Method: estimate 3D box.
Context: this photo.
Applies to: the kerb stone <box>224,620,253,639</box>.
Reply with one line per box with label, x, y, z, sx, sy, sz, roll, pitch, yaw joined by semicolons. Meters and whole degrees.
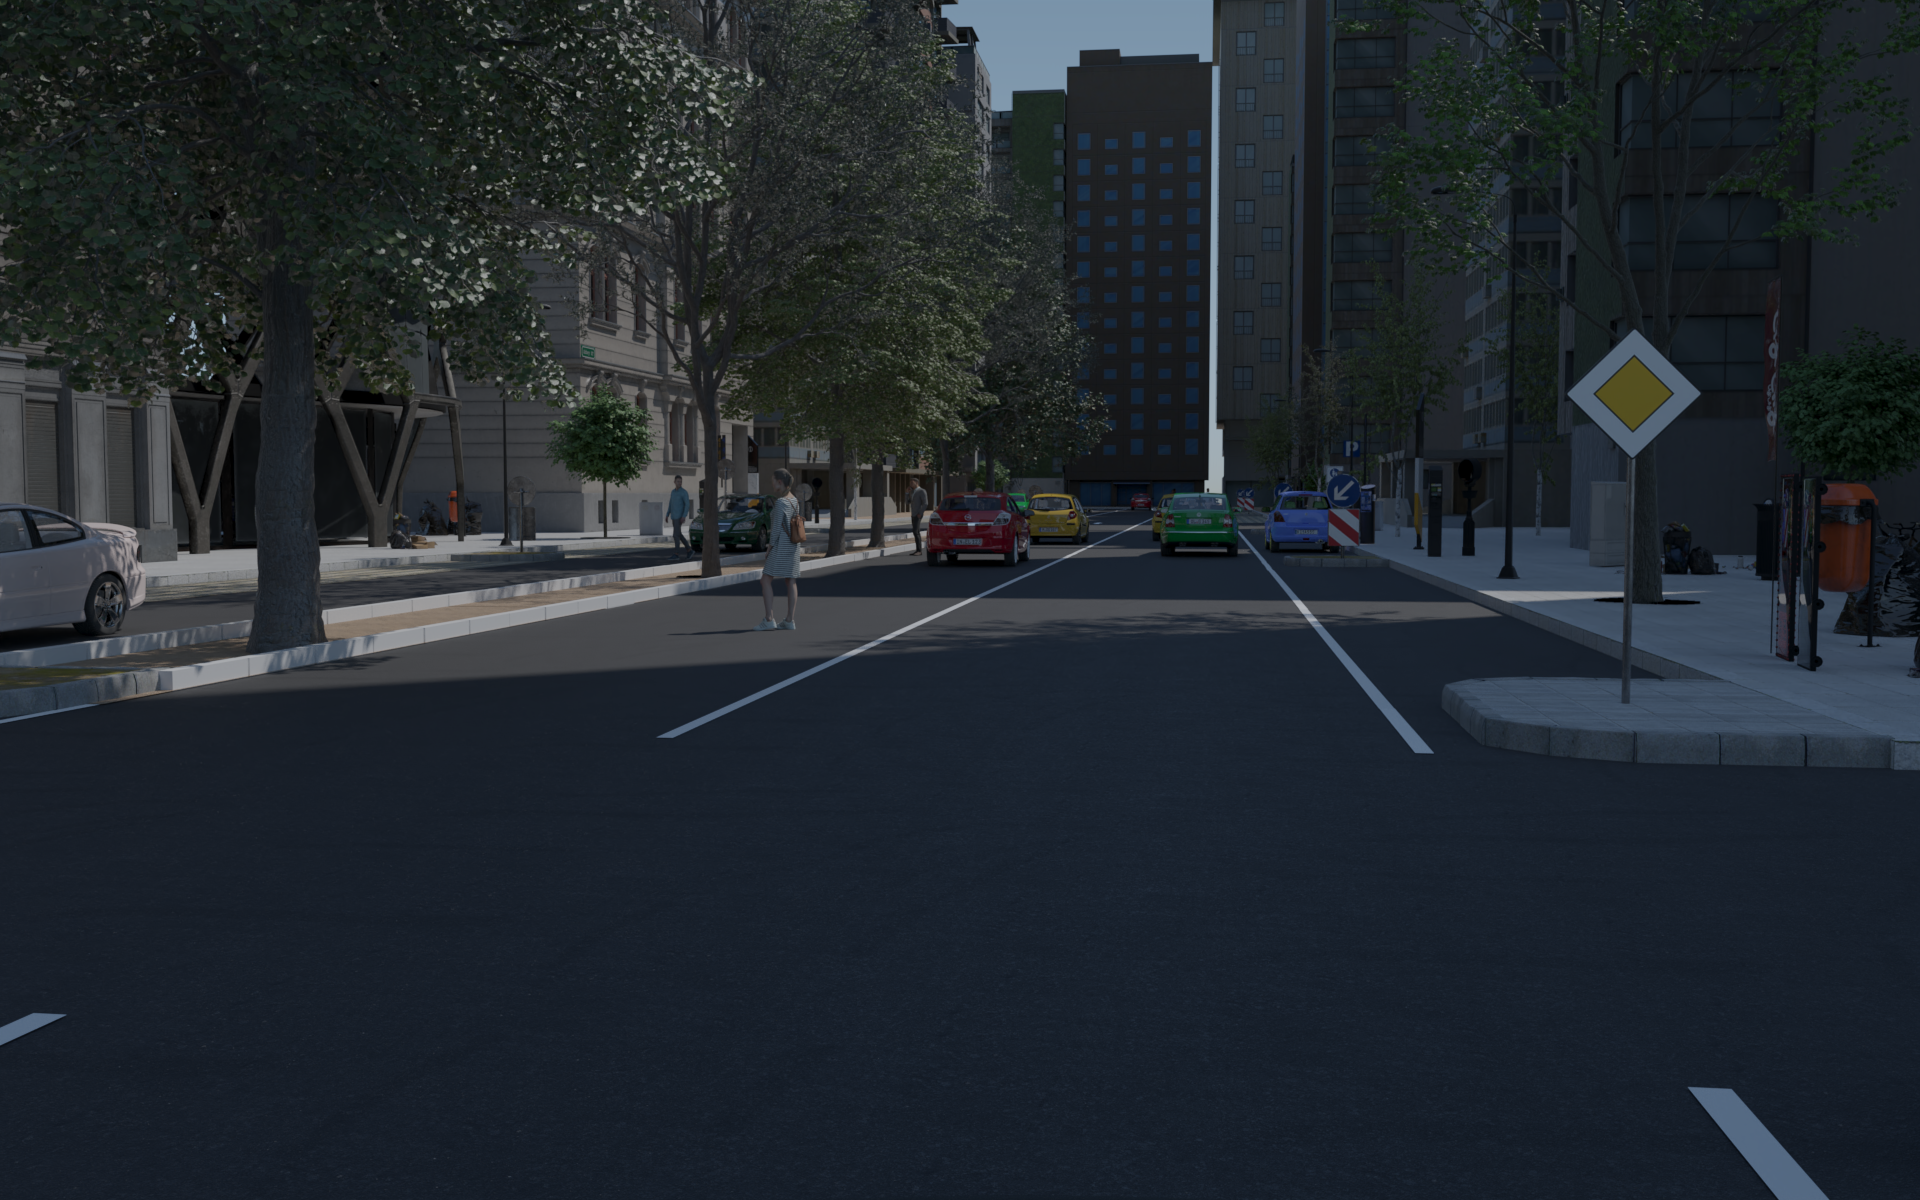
kerb stone;-7.196;0.291;17.435;0.120;0.150;1.000;0;4;8

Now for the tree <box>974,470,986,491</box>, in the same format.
tree;1.938;-8.747;137.613;1.663;3.219;1.824;0;3;0

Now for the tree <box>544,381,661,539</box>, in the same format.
tree;-10.173;-4.053;49.973;4.285;4.588;4.351;0;3;0

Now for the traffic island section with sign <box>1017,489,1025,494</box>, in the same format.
traffic island section with sign;5.002;-8.066;140.510;1.989;1.847;2.006;0;4;8

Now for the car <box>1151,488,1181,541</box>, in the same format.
car;6.950;-2.685;54.116;2.015;1.641;3.980;1;4;10

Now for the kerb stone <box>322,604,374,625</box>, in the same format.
kerb stone;-6.906;0.167;19.463;0.120;0.150;1.000;0;4;8

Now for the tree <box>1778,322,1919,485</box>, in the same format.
tree;17.215;-3.026;33.185;4.285;4.588;4.351;0;3;0

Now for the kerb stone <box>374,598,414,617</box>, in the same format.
kerb stone;-6.766;0.107;20.478;0.120;0.150;1.000;0;4;8

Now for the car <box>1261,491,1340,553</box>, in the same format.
car;8.589;-2.081;43.614;1.945;1.707;3.694;0;4;7

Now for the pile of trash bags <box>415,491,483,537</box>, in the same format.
pile of trash bags;-15.723;-2.676;53.508;1.912;1.369;3.447;-1;4;-23

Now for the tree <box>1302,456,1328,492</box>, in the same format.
tree;18.080;-5.763;88.834;1.663;3.219;1.824;0;3;0

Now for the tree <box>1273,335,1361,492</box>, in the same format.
tree;16.774;-7.994;81.059;4.360;8.622;3.978;0;3;0

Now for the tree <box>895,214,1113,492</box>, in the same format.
tree;1.217;-9.182;69.583;9.611;12.733;9.660;0;3;0

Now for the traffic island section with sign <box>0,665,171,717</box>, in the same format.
traffic island section with sign;-6.912;-0.227;11.844;2.006;1.907;1.989;0;4;8

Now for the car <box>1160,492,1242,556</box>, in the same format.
car;5.723;-1.983;41.226;1.959;1.807;4.718;1;4;9

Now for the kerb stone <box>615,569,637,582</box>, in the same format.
kerb stone;-5.602;-0.391;28.591;0.120;0.150;1.000;0;4;8

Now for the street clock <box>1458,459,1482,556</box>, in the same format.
street clock;10.550;-1.915;35.877;0.358;2.002;0.471;-2;4;-26

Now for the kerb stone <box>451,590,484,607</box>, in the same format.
kerb stone;-6.476;-0.017;22.502;0.120;0.150;1.000;0;4;8

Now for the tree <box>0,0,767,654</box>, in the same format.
tree;-6.088;-6.498;15.348;9.857;13.997;8.962;0;3;0

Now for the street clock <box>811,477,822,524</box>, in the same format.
street clock;-6.226;-4.327;75.318;0.471;2.002;0.358;-1;4;-14

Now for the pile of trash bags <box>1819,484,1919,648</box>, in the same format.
pile of trash bags;8.727;-0.348;15.450;3.447;1.369;1.912;-2;4;-31

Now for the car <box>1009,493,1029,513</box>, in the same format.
car;3.299;-5.830;104.119;1.959;1.807;4.718;0;4;7

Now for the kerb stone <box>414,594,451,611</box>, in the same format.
kerb stone;-6.621;0.043;21.490;0.120;0.150;1.000;0;4;8

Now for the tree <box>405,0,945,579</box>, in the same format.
tree;-4.215;-7.099;28.899;12.009;13.543;11.850;0;3;0

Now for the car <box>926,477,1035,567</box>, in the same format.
car;0.430;-1.637;35.801;2.155;1.783;4.494;0;4;7

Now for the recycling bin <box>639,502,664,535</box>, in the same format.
recycling bin;-9.616;-2.534;53.986;0.722;1.027;0.722;0;4;-8

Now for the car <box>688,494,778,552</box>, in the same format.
car;-5.537;-1.999;44.484;2.131;1.459;4.920;1;4;9

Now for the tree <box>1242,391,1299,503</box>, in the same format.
tree;23.025;-10.776;126.550;4.737;8.622;4.395;0;3;0

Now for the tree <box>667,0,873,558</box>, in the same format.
tree;-2.799;-7.221;38.655;7.486;12.596;7.792;0;3;0

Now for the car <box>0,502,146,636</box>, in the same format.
car;-9.708;-0.244;16.358;2.083;1.381;4.827;0;4;7

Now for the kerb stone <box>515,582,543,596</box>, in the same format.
kerb stone;-6.192;-0.141;24.530;0.120;0.150;1.000;0;4;8

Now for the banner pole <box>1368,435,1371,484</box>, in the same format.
banner pole;16.922;-4.991;71.621;0.401;3.779;0.863;1;4;20

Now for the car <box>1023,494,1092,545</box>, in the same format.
car;2.794;-2.458;50.407;2.015;1.641;3.980;1;4;9

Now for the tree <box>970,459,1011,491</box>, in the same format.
tree;2.494;-9.913;145.792;4.285;4.588;4.351;0;3;0

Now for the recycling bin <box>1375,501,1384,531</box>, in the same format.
recycling bin;14.458;-2.951;60.806;0.722;1.027;0.722;1;4;21

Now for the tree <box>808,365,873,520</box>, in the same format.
tree;-5.366;-8.247;85.196;4.360;8.622;3.978;0;3;0

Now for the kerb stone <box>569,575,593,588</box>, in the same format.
kerb stone;-5.904;-0.264;26.563;0.120;0.150;1.000;0;4;8

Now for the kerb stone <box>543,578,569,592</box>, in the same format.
kerb stone;-6.041;-0.205;25.549;0.120;0.150;1.000;0;4;8

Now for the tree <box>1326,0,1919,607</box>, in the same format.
tree;8.080;-5.775;20.177;9.928;11.665;9.643;0;3;0

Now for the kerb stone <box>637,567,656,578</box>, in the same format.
kerb stone;-5.465;-0.453;29.609;0.120;0.150;1.000;0;4;8

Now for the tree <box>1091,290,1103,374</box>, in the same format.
tree;-0.453;-8.749;55.869;12.009;13.543;11.850;0;3;0

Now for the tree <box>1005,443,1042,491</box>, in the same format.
tree;5.665;-12.926;161.704;4.360;8.622;3.978;0;3;0

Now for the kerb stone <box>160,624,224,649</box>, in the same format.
kerb stone;-7.342;0.353;16.423;0.120;0.150;1.000;0;4;8

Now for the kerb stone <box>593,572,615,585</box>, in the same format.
kerb stone;-5.756;-0.329;27.574;0.120;0.150;1.000;0;4;8

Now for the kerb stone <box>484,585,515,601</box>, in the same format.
kerb stone;-6.332;-0.076;23.514;0.120;0.150;1.000;0;4;8

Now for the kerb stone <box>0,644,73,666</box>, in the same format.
kerb stone;-7.630;0.478;14.382;0.120;0.150;1.000;0;4;8

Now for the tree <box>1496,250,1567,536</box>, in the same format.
tree;18.119;-6.295;53.285;4.737;8.622;4.395;0;3;0

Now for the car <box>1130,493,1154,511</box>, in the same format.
car;15.848;-8.685;151.038;2.155;1.783;4.494;0;4;8

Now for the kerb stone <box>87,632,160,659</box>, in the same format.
kerb stone;-7.493;0.416;15.402;0.120;0.150;1.000;0;4;8

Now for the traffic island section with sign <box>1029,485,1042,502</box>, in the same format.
traffic island section with sign;3.674;-4.777;86.236;2.006;1.907;1.989;0;4;8

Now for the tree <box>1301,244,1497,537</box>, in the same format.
tree;13.176;-6.205;51.814;4.737;8.622;4.395;0;3;0

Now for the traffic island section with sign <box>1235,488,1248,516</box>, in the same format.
traffic island section with sign;18.458;-6.284;111.364;1.989;1.847;2.006;0;4;8
